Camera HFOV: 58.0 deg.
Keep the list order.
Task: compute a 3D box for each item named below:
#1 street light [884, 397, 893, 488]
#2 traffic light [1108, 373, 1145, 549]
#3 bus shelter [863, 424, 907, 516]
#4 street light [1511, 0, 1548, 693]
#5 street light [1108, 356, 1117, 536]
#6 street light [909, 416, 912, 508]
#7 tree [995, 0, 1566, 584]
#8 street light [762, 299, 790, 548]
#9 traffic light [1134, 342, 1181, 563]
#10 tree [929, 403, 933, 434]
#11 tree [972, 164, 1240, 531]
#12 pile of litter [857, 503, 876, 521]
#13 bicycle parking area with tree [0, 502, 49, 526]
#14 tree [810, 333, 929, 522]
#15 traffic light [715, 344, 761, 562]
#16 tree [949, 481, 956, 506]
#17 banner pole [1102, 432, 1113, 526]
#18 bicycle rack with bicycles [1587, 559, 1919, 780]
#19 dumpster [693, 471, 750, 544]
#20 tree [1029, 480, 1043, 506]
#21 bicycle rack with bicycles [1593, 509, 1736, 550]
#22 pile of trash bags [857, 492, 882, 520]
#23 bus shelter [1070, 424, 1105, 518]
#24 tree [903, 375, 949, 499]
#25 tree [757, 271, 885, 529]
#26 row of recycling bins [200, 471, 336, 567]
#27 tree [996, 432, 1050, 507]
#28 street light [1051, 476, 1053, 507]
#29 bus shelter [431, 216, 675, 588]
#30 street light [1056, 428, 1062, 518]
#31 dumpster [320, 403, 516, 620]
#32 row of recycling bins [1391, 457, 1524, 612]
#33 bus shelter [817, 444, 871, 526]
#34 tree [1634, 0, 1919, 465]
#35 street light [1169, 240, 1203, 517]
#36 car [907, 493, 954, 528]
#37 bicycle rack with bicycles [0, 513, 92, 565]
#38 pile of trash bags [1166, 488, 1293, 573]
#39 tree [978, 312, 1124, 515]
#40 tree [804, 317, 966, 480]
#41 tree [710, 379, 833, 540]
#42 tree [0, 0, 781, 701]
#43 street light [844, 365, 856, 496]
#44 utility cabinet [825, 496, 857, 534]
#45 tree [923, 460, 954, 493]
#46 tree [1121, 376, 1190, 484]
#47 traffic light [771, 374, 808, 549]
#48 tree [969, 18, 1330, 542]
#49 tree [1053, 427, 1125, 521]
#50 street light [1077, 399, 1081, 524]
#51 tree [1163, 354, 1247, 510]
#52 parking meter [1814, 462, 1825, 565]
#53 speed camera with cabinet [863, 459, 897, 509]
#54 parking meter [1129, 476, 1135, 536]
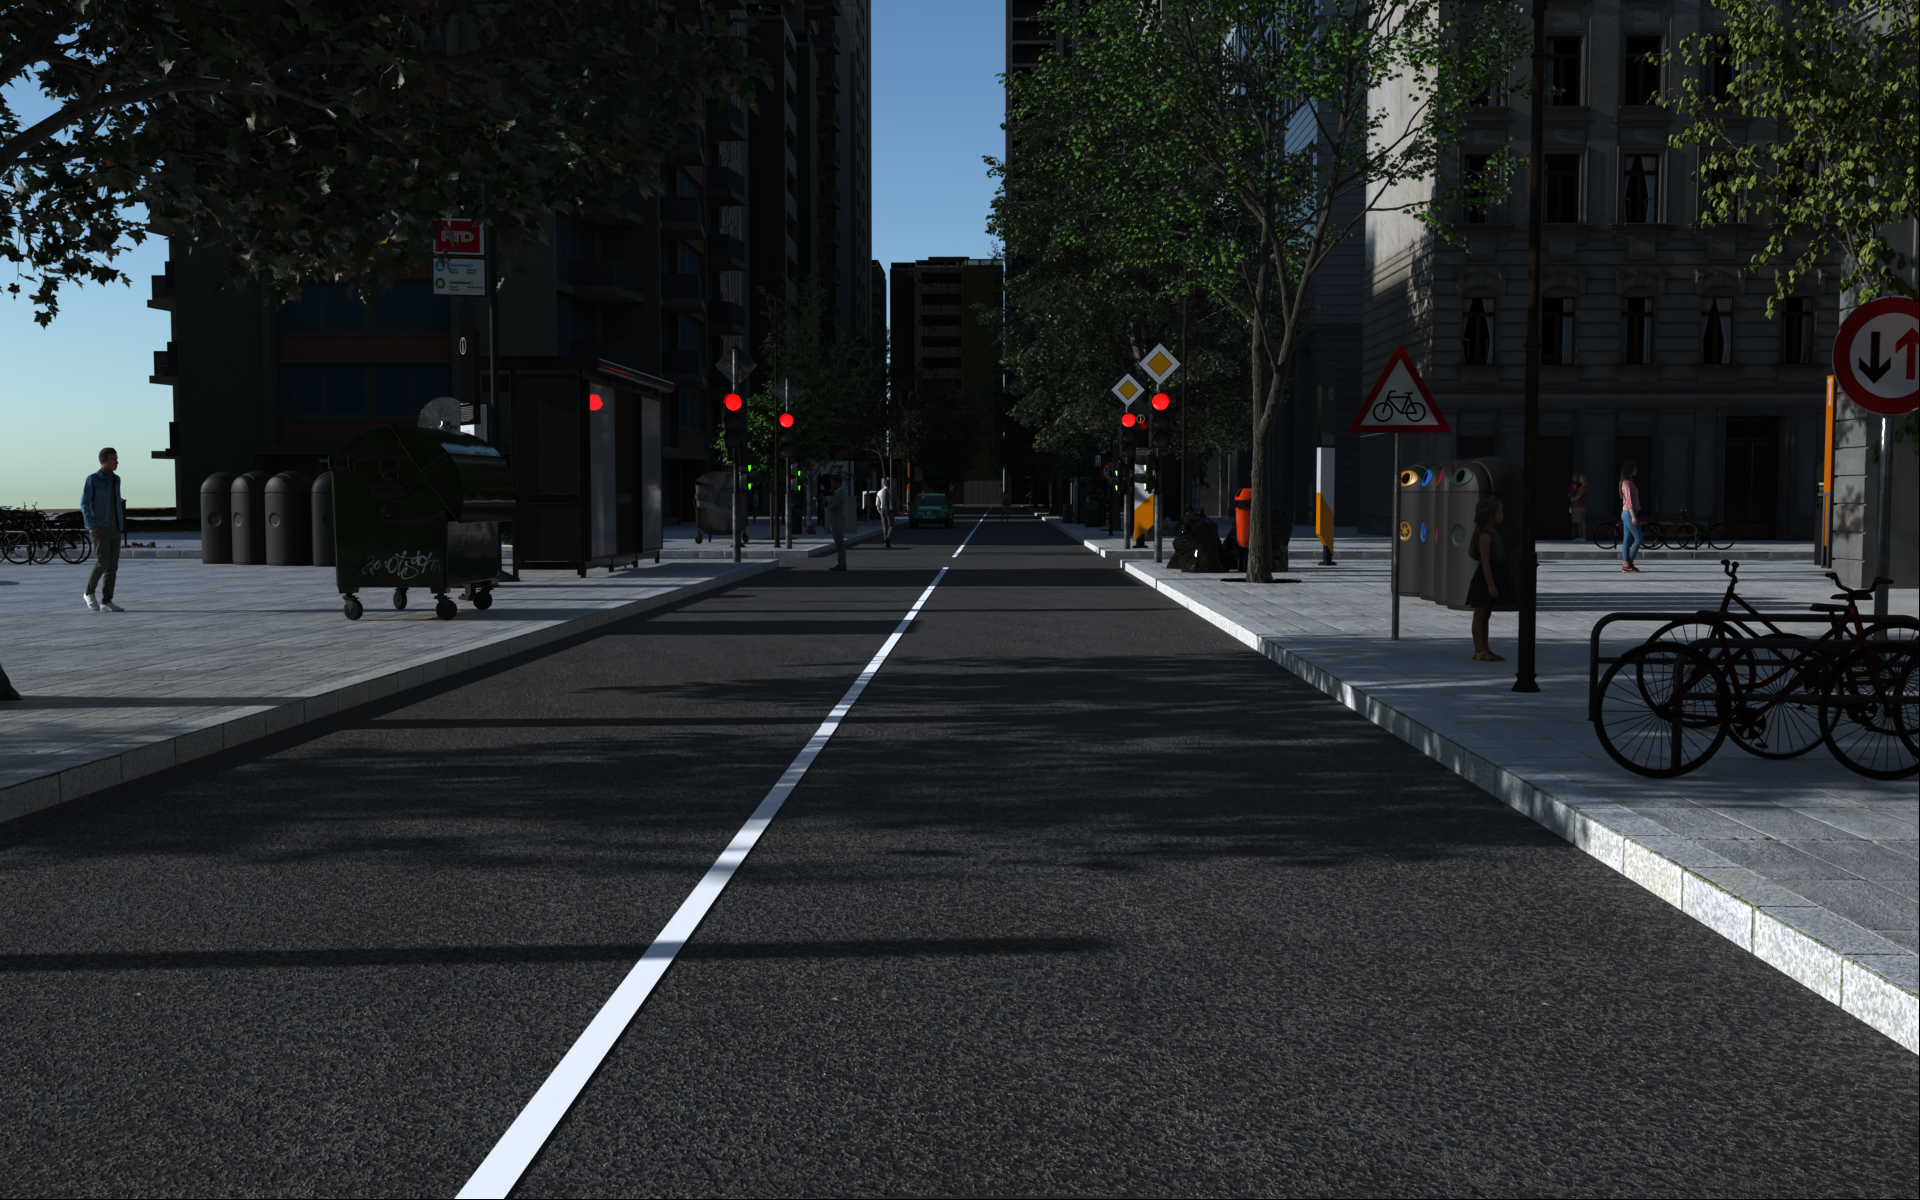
[{"bbox_3d":[-3.375,-6.724,82.726,0.468,5.910,1.993,0,4,1],"label":"street light"},{"bbox_3d":[3.873,-3.139,40.247,0.839,4.253,0.868,0,4,1],"label":"traffic light"},{"bbox_3d":[-4.433,-7.645,102.627,2.179,5.291,8.768,0,4,1],"label":"bus shelter"},{"bbox_3d":[3.682,-2.343,11.090,0.468,5.910,1.993,0,4,1],"label":"street light"},{"bbox_3d":[4.641,-4.915,53.145,0.468,5.910,1.993,0,4,1],"label":"street light"},{"bbox_3d":[-2.942,-7.983,103.315,0.468,5.910,1.993,0,4,1],"label":"street light"},{"bbox_3d":[4.536,-6.063,24.889,9.928,11.665,9.643,0,3,0],"label":"tree"},{"bbox_3d":[-4.363,-4.185,41.208,0.468,5.910,1.993,0,4,1],"label":"street light"},{"bbox_3d":[3.685,-2.651,32.264,0.839,4.253,0.868,0,4,1],"label":"traffic light"},{"bbox_3d":[-3.777,-10.248,117.921,4.360,8.622,3.978,0,3,0],"label":"tree"},{"bbox_3d":[5.396,-9.171,60.319,12.009,13.543,11.850,0,3,0],"label":"tree"},{"bbox_3d":[-4.784,-4.173,82.196,1.719,0.858,1.176,-1,4,-9],"label":"pile of litter"},{"bbox_3d":[-41.608,-5.069,69.882,9.016,4.147,8.231,-1,4,-22],"label":"bicycle parking area with tree"},{"bbox_3d":[-4.408,-7.857,78.826,4.360,8.622,3.978,0,3,0],"label":"tree"},{"bbox_3d":[-4.174,-2.661,32.432,0.839,4.253,0.868,0,4,1],"label":"traffic light"},{"bbox_3d":[-0.954,-12.161,193.433,1.663,3.219,1.824,0,3,0],"label":"tree"},{"bbox_3d":[5.924,-4.838,69.111,0.863,3.779,0.401,0,4,-6],"label":"banner pole"},{"bbox_3d":[4.470,0.290,8.637,2.925,0.926,2.852,1,4,9],"label":"bicycle rack with bicycles"},{"bbox_3d":[-6.184,-2.399,44.981,1.264,1.857,1.865,0,4,1],"label":"dumpster"},{"bbox_3d":[8.019,-11.878,188.809,1.663,3.219,1.824,0,3,0],"label":"tree"},{"bbox_3d":[16.543,-1.652,40.400,2.925,0.926,2.852,2,4,33],"label":"bicycle rack with bicycles"},{"bbox_3d":[-4.600,-4.684,86.336,1.912,1.369,3.447,-1,4,-16],"label":"pile of trash bags"},{"bbox_3d":[6.960,-7.150,94.528,2.179,5.291,8.768,0,4,1],"label":"bus shelter"},{"bbox_3d":[-1.427,-16.967,184.062,9.857,13.997,8.962,0,3,0],"label":"tree"},{"bbox_3d":[-4.897,-6.539,57.277,4.737,8.622,4.395,0,3,0],"label":"tree"},{"bbox_3d":[-12.395,-1.490,31.479,3.534,1.692,1.069,2,4,25],"label":"row of recycling bins"},{"bbox_3d":[7.218,-15.614,173.416,7.486,12.596,7.792,0,3,0],"label":"tree"},{"bbox_3d":[6.113,-8.699,115.011,0.468,5.910,1.993,0,4,1],"label":"street light"},{"bbox_3d":[-6.480,-3.067,27.777,2.179,5.291,8.768,0,4,1],"label":"bus shelter"},{"bbox_3d":[5.490,-7.433,94.324,0.468,5.910,1.993,0,4,1],"label":"street light"},{"bbox_3d":[-5.707,-0.968,18.325,1.502,2.255,1.985,0,4,1],"label":"dumpster"},{"bbox_3d":[5.942,-0.823,20.576,1.069,1.692,3.534,0,4,1],"label":"row of recycling bins"},{"bbox_3d":[-4.941,-4.806,72.499,2.014,3.302,5.546,0,4,2],"label":"bus shelter"},{"bbox_3d":[8.019,-3.924,14.527,4.737,8.622,4.395,0,3,0],"label":"tree"},{"bbox_3d":[4.106,-3.602,31.680,0.468,5.910,1.993,0,4,1],"label":"street light"},{"bbox_3d":[-1.217,-3.961,73.564,1.959,1.807,4.718,0,4,2],"label":"car"},{"bbox_3d":[-17.249,-1.148,32.149,2.925,0.926,2.852,1,4,18],"label":"bicycle rack with bicycles"},{"bbox_3d":[4.520,-1.145,28.472,1.912,1.369,3.447,0,4,-1],"label":"pile of trash bags"},{"bbox_3d":[5.793,-11.535,105.612,9.611,12.733,9.660,0,3,0],"label":"tree"},{"bbox_3d":[-3.856,-9.557,90.666,8.767,10.594,7.601,-1,4,-18],"label":"tree"},{"bbox_3d":[-5.413,-3.995,49.038,4.285,4.588,4.351,0,3,0],"label":"tree"},{"bbox_3d":[-6.257,-5.707,10.324,9.611,12.733,9.660,0,3,0],"label":"tree"},{"bbox_3d":[-3.971,-5.465,62.140,0.468,5.910,1.993,0,4,1],"label":"street light"},{"bbox_3d":[-3.873,-2.756,56.223,1.020,1.237,0.306,-2,4,-28],"label":"utility cabinet"},{"bbox_3d":[-2.026,-11.113,165.408,4.285,4.588,4.351,0,3,0],"label":"tree"},{"bbox_3d":[11.226,-8.918,96.164,4.360,8.622,3.978,0,3,0],"label":"tree"},{"bbox_3d":[-3.987,-3.150,40.415,0.839,4.253,0.868,0,4,1],"label":"traffic light"},{"bbox_3d":[5.138,-8.567,46.719,9.857,13.997,8.962,0,3,0],"label":"tree"},{"bbox_3d":[6.119,-6.003,81.868,4.285,4.588,4.351,0,3,0],"label":"tree"},{"bbox_3d":[5.067,-6.174,73.734,0.468,5.910,1.993,0,4,1],"label":"street light"},{"bbox_3d":[11.206,-7.994,81.060,4.737,8.622,4.395,0,3,0],"label":"tree"},{"bbox_3d":[15.566,-1.556,31.146,0.255,1.863,0.399,3,5,41],"label":"parking meter"},{"bbox_3d":[-4.504,-6.273,96.899,2.038,3.252,0.660,3,4,36],"label":"speed camera with cabinet"},{"bbox_3d":[5.372,-2.910,53.285,0.399,1.863,0.255,-2,4,-34],"label":"parking meter"}]
